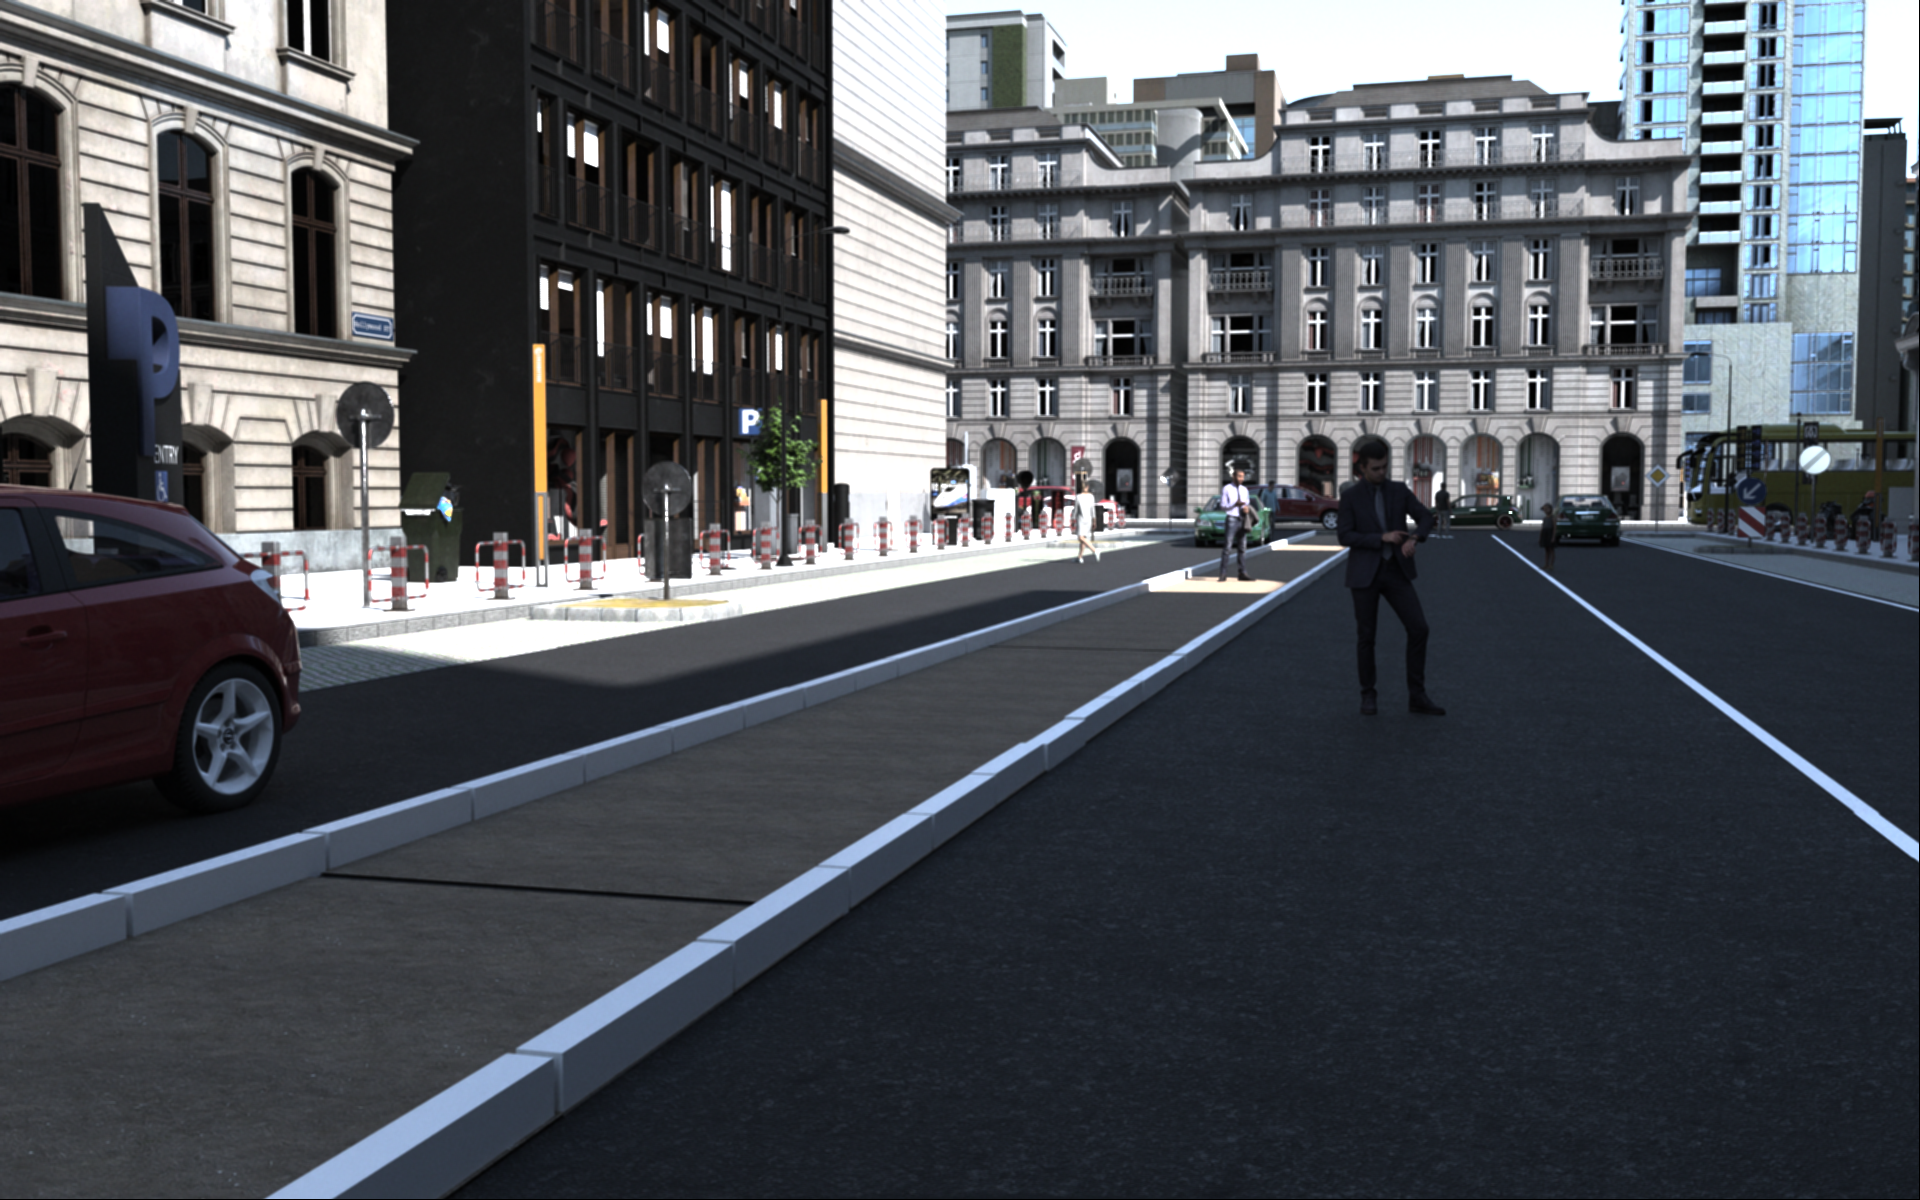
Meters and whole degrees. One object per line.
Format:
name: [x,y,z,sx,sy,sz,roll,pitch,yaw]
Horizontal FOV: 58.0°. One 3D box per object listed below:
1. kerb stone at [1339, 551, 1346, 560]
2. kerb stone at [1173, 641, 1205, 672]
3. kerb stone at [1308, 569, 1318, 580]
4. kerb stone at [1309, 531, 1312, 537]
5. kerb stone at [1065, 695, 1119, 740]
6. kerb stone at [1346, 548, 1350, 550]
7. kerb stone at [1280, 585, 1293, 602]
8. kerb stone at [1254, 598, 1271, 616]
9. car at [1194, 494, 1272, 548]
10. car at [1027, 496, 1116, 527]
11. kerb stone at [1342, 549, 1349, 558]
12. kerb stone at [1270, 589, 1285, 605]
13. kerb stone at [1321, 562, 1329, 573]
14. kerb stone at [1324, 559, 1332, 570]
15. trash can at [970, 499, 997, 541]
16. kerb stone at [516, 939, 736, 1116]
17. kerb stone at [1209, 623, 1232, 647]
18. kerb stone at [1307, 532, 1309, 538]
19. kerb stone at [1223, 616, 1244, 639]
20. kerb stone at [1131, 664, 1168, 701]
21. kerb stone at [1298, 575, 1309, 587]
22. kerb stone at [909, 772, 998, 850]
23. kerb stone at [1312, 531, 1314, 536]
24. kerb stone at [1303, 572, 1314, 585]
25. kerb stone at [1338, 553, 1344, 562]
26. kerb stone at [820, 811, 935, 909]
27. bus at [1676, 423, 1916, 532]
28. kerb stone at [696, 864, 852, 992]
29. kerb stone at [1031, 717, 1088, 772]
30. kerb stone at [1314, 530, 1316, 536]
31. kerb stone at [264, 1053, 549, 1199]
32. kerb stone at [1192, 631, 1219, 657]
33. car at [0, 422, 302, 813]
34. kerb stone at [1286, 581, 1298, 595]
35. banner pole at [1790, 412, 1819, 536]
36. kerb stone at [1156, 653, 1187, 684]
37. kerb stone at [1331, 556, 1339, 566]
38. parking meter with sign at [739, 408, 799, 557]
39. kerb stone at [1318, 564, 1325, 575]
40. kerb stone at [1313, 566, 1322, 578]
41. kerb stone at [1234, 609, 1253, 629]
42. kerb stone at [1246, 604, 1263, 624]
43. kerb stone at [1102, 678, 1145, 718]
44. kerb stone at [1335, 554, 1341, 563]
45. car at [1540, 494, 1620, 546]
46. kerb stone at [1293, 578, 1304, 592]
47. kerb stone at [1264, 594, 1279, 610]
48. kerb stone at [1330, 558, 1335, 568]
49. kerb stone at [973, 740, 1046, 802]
kerb stone: [8.147,-0.915,37.149,0.120,0.150,1.000,1,4,15]
kerb stone: [1.890,0.477,14.398,0.120,0.150,1.000,1,4,15]
kerb stone: [5.695,-0.364,28.250,0.120,0.150,1.000,1,4,15]
kerb stone: [11.309,-2.103,56.576,0.120,0.150,1.000,1,4,15]
kerb stone: [0.791,0.720,10.431,0.120,0.150,1.000,1,4,15]
kerb stone: [8.691,-1.036,39.138,0.120,0.150,1.000,1,4,15]
kerb stone: [4.342,-0.068,23.303,0.120,0.150,1.000,1,4,15]
kerb stone: [3.515,0.114,20.338,0.120,0.150,1.000,1,4,15]
car: [7.620,-2.218,48.061,2.131,1.459,4.920,1,4,14]
car: [3.769,-3.443,68.654,4.827,1.381,2.083,1,4,16]
kerb stone: [8.421,-0.972,38.146,0.120,0.150,1.000,1,4,15]
kerb stone: [4.057,-0.007,22.317,0.120,0.150,1.000,1,4,15]
kerb stone: [6.517,-0.549,31.217,0.120,0.150,1.000,1,4,15]
kerb stone: [6.785,-0.612,32.205,0.120,0.150,1.000,1,4,15]
trash can: [0.655,-2.211,47.811,0.748,1.137,0.748,0,3,0]
kerb stone: [-0.838,1.085,4.480,0.120,0.150,1.000,1,4,15]
kerb stone: [2.428,0.356,16.380,0.120,0.150,1.000,1,4,15]
kerb stone: [11.038,-2.036,55.589,0.120,0.150,1.000,1,4,15]
kerb stone: [2.705,0.296,17.369,0.120,0.150,1.000,1,4,15]
kerb stone: [1.340,0.599,12.405,0.120,0.150,1.000,1,4,15]
kerb stone: [5.156,-0.249,26.273,0.120,0.150,1.000,1,4,15]
kerb stone: [-0.028,0.904,7.452,0.120,0.150,1.000,1,4,15]
kerb stone: [11.590,-2.164,57.569,0.120,0.150,1.000,1,4,15]
kerb stone: [5.430,-0.308,27.260,0.120,0.150,1.000,1,4,15]
kerb stone: [7.874,-0.846,36.162,0.120,0.150,1.000,1,4,15]
kerb stone: [-0.302,0.963,6.457,0.120,0.150,1.000,1,4,15]
bus: [31.809,-4.220,60.551,12.252,3.916,2.896,1,4,13]
kerb stone: [-0.571,1.023,5.469,0.120,0.150,1.000,1,4,15]
kerb stone: [0.526,0.788,9.433,0.120,0.150,1.000,1,4,15]
kerb stone: [11.857,-2.224,58.557,0.120,0.150,1.000,1,4,15]
kerb stone: [-1.118,1.149,3.495,0.120,0.150,1.000,1,4,15]
kerb stone: [2.155,0.416,15.387,0.120,0.150,1.000,1,4,15]
car: [-4.543,0.144,6.688,2.155,1.783,4.494,1,4,17]
kerb stone: [4.611,-0.128,24.292,0.120,0.150,1.000,1,4,15]
banner pole: [25.789,-3.845,52.879,0.401,3.779,0.863,-3,4,-36]
kerb stone: [1.607,0.548,13.398,0.120,0.150,1.000,1,4,15]
kerb stone: [7.335,-0.733,34.179,0.120,0.150,1.000,1,4,15]
parking meter with sign: [-3.929,-2.429,35.978,0.543,3.016,1.738,1,4,21]
kerb stone: [6.240,-0.486,30.231,0.120,0.150,1.000,1,4,15]
kerb stone: [5.977,-0.431,29.235,0.120,0.150,1.000,1,4,15]
kerb stone: [2.972,0.235,18.358,0.120,0.150,1.000,1,4,15]
kerb stone: [3.248,0.174,19.345,0.120,0.150,1.000,1,4,15]
kerb stone: [1.062,0.659,11.419,0.120,0.150,1.000,1,4,15]
kerb stone: [7.603,-0.794,35.172,0.120,0.150,1.000,1,4,15]
car: [17.629,-2.286,49.172,2.131,1.459,4.920,1,4,16]
kerb stone: [4.883,-0.189,25.286,0.120,0.150,1.000,1,4,15]
kerb stone: [3.788,0.055,21.328,0.120,0.150,1.000,1,4,15]
kerb stone: [7.055,-0.673,33.193,0.120,0.150,1.000,1,4,15]
kerb stone: [0.239,0.841,8.440,0.120,0.150,1.000,1,4,15]
